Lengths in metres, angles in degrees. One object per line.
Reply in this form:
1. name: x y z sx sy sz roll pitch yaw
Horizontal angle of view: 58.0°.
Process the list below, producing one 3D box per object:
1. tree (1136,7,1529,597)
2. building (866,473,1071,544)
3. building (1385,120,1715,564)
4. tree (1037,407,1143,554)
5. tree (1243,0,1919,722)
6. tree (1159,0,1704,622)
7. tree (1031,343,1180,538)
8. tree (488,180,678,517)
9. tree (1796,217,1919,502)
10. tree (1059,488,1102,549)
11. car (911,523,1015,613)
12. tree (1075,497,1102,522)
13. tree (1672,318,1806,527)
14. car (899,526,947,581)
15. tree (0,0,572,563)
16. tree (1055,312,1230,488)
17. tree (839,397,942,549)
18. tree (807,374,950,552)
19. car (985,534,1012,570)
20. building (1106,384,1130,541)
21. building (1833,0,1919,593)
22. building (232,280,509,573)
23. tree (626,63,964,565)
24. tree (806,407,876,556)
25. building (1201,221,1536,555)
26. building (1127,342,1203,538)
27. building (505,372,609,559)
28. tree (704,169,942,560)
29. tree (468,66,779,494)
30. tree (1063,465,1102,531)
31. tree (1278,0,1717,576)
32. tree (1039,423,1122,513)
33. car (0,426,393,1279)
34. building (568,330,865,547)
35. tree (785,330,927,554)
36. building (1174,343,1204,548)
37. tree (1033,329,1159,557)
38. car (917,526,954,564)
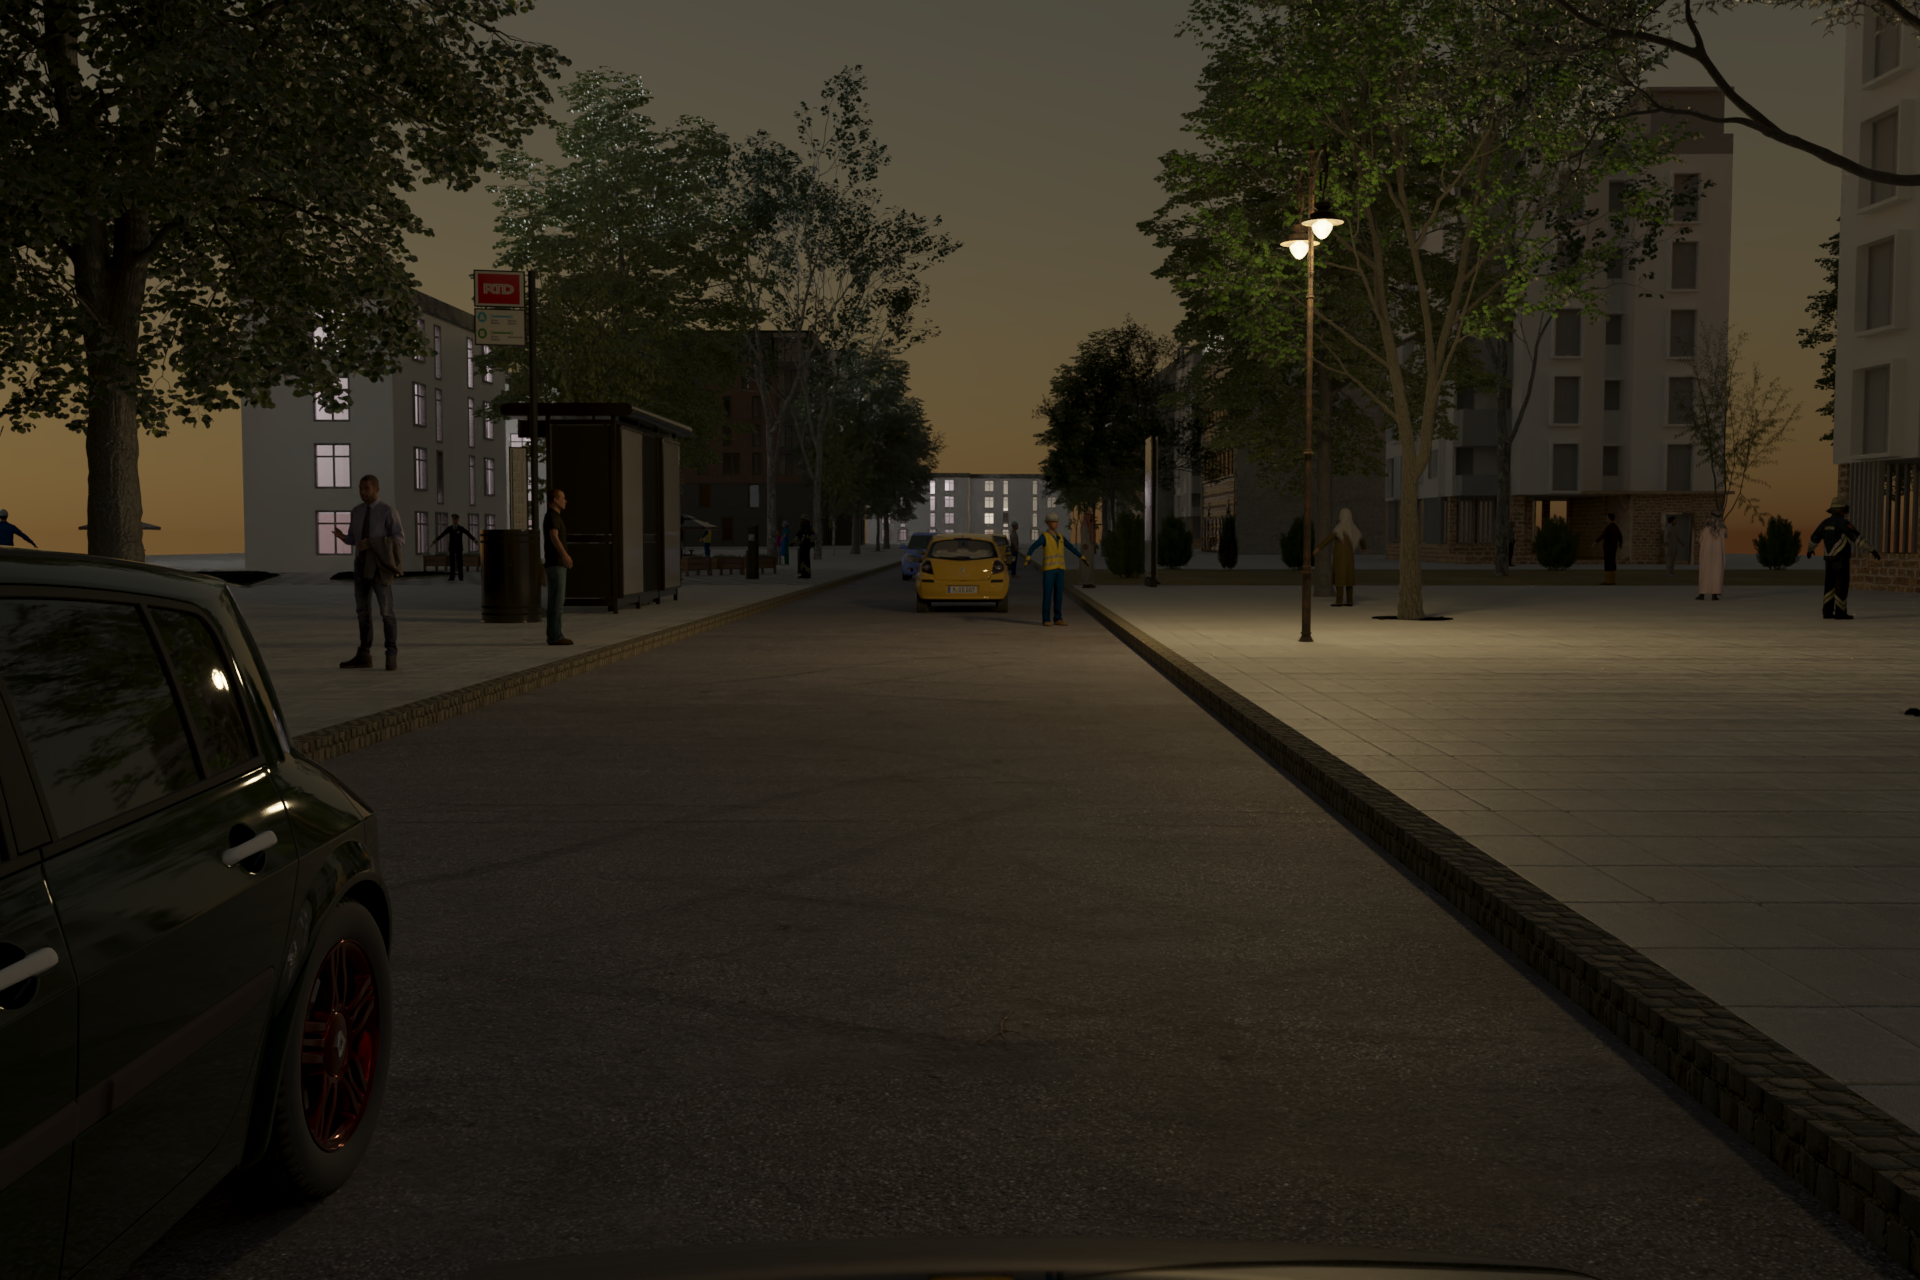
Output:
1. tree: 7.374 -7.133 34.757 7.486 12.596 7.792 0 3 0
2. building: 1.305 -17.941 237.944 28.070 9.664 9.099 0 4 0
3. building: 26.506 -14.020 85.649 16.016 20.090 11.380 0 4 1
4. tree: 8.258 -10.723 109.729 7.601 10.594 8.767 -2 4 -30
5. tree: 7.253 -6.193 11.620 12.009 13.543 11.850 0 3 0
6. tree: 6.823 -6.114 25.723 9.928 11.665 9.643 0 3 0
7. tree: 7.366 -9.207 84.949 7.601 10.594 8.767 1 4 23
8. tree: -8.148 -5.292 36.891 4.737 8.622 4.395 0 3 0
9. tree: 29.644 -8.808 50.661 9.857 13.997 8.962 0 3 0
10. tree: 9.550 -11.587 139.809 4.737 8.622 4.395 0 3 0
11. car: 0.057 -1.390 32.946 2.015 1.641 3.980 0 4 0
12. tree: 18.216 -17.672 239.304 4.360 8.622 3.978 0 3 0
13. tree: 26.036 -6.661 59.270 4.360 8.622 3.978 0 3 0
14. car: -0.935 -2.749 54.540 1.945 1.707 3.694 0 4 1
15. tree: -8.504 -6.738 16.816 9.857 13.997 8.962 0 3 0
16. tree: 7.968 -8.485 73.145 7.601 10.594 8.767 2 4 25
17. tree: -6.281 -14.701 147.020 9.857 13.997 8.962 0 3 0
18. tree: -5.925 -13.271 127.352 12.009 13.543 11.850 0 3 0
19. car: 1.298 -3.656 69.998 2.015 1.641 3.980 0 4 1
20. building: 26.864 -21.114 211.666 16.747 18.905 31.486 0 4 1
21. building: 25.676 -11.131 38.417 16.016 20.090 11.380 0 4 1
22. building: -23.101 -7.904 71.370 9.099 9.664 28.070 0 4 0
23. tree: -6.714 -13.094 69.978 12.611 20.169 13.585 0 3 0
24. tree: -7.159 -9.209 100.929 4.737 8.622 4.395 0 3 0
25. building: 26.544 -17.420 115.738 19.493 23.208 18.063 0 4 1
26. building: 28.117 -21.749 186.525 19.493 23.208 18.063 0 4 1
27. building: -24.869 -9.894 103.919 9.099 9.664 28.070 0 4 1
28. tree: -7.015 -14.145 87.166 12.611 20.169 13.585 0 3 0
29. tree: -8.456 -7.652 43.234 7.486 12.596 7.792 0 3 0
30. tree: 8.402 -10.352 119.615 4.737 8.622 4.395 0 3 0
31. tree: 15.404 -11.958 51.406 12.611 20.169 13.585 0 3 0
32. tree: 9.062 -11.817 127.617 7.601 10.594 8.767 -3 5 -40
33. car: -2.210 0.451 2.407 2.009 1.686 4.222 0 4 1
34. building: -25.245 -21.162 189.967 27.936 21.610 32.646 0 3 0
35. tree: -6.674 -12.428 109.859 9.857 13.997 8.962 0 3 0
36. building: 26.476 -19.264 171.380 16.016 20.090 11.380 0 4 1
37. tree: 7.711 -10.897 96.293 7.486 12.596 7.792 0 3 0
38. car: -0.145 -2.132 45.080 2.015 1.641 3.980 0 4 1
